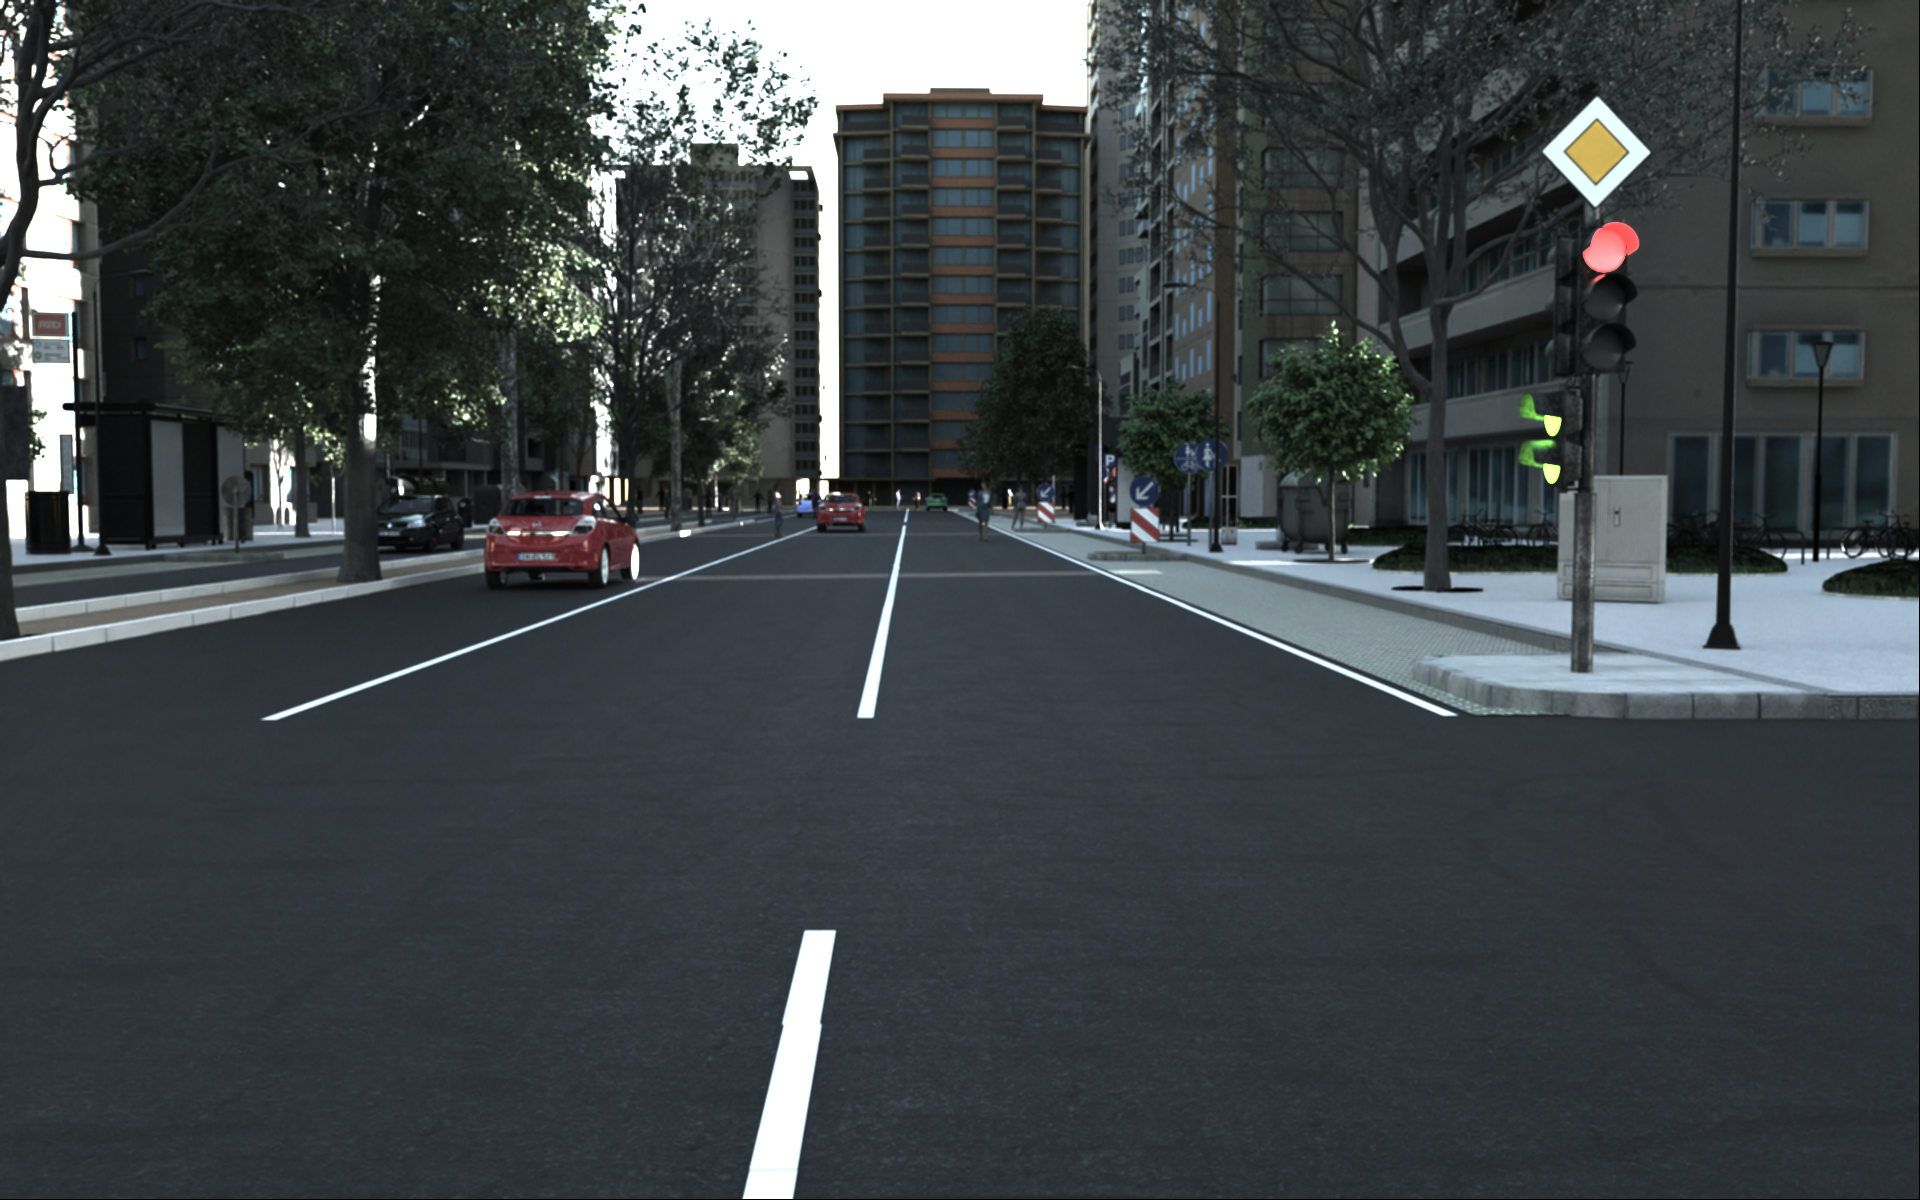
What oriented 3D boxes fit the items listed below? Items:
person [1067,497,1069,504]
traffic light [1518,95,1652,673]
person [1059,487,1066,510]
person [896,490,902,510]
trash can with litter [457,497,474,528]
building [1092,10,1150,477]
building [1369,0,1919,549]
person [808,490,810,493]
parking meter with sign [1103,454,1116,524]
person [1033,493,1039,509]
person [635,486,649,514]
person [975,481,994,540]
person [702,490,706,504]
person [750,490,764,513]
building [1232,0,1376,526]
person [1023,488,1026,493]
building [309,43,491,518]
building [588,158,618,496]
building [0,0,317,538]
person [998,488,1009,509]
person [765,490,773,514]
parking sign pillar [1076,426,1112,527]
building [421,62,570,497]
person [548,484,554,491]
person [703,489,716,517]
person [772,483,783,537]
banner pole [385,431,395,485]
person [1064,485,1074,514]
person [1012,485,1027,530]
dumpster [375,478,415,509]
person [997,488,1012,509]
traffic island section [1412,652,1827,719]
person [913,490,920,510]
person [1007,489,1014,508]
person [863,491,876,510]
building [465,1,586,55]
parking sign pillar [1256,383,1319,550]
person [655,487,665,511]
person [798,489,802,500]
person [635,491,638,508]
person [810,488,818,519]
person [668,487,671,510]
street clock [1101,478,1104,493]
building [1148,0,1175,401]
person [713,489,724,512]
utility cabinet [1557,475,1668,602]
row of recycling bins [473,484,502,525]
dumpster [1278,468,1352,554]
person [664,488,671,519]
[{"bbox_3d":[10.552,-9.522,164.968,0.697,1.427,0.421,-1,4,-8],"label":"person"},{"bbox_3d":[4.464,-1.434,12.373,0.839,4.253,0.868,0,4,-2],"label":"traffic light"},{"bbox_3d":[8.450,-8.332,141.903,0.705,1.869,1.348,-1,4,-20],"label":"person"},{"bbox_3d":[-5.555,-9.149,157.953,0.599,1.838,0.709,0,4,4],"label":"person"},{"bbox_3d":[-18.797,-3.295,65.259,1.055,1.170,0.624,3,5,41],"label":"trash can with litter"},{"bbox_3d":[22.480,-50.474,137.922,22.319,86.520,31.000,0,4,-2],"label":"building"},{"bbox_3d":[25.467,-26.067,49.897,21.300,48.544,21.600,0,4,-2],"label":"building"},{"bbox_3d":[-12.696,-8.389,145.674,1.348,1.822,0.705,0,4,-2],"label":"person"},{"bbox_3d":[6.669,-4.802,74.779,0.543,3.016,1.738,-1,4,-10],"label":"parking meter with sign"},{"bbox_3d":[6.638,-8.756,149.729,0.721,1.766,1.217,-2,4,-26],"label":"person"},{"bbox_3d":[-20.910,-6.559,113.303,0.705,1.822,1.348,2,4,34],"label":"person"},{"bbox_3d":[0.758,-2.767,53.765,0.581,1.822,0.654,0,4,0],"label":"person"},{"bbox_3d":[-18.337,-7.041,124.146,0.750,1.759,0.617,1,4,12],"label":"person"},{"bbox_3d":[-15.270,-7.416,130.271,1.217,1.766,0.721,-3,5,-41],"label":"person"},{"bbox_3d":[19.047,-18.617,76.084,14.160,30.474,14.107,0,4,-2],"label":"building"},{"bbox_3d":[5.534,-8.908,151.718,0.705,1.821,1.348,-1,4,-20],"label":"person"},{"bbox_3d":[-44.409,-24.840,98.021,32.217,40.220,23.993,0,4,-2],"label":"building"},{"bbox_3d":[-36.775,-22.960,147.091,14.107,30.474,14.160,0,4,-2],"label":"building"},{"bbox_3d":[-42.174,-13.272,62.033,27.650,21.520,28.899,0,4,-2],"label":"building"},{"bbox_3d":[3.962,-8.868,151.128,1.348,1.812,0.705,-2,4,-27],"label":"person"},{"bbox_3d":[-13.517,-7.002,123.699,0.721,1.735,1.217,3,5,40],"label":"person"},{"bbox_3d":[5.340,-4.914,68.811,1.447,3.967,1.447,0,4,-2],"label":"parking sign pillar"},{"bbox_3d":[-35.206,-21.181,118.008,14.160,30.474,14.107,0,4,-2],"label":"building"},{"bbox_3d":[-21.206,-5.121,89.852,0.705,1.814,1.350,0,4,-3],"label":"person"},{"bbox_3d":[-15.960,-6.137,109.563,1.217,1.735,0.721,-3,4,-39],"label":"person"},{"bbox_3d":[-6.147,-3.050,58.371,0.388,1.821,0.555,-2,4,-28],"label":"person"},{"bbox_3d":[-19.250,-4.193,58.568,0.863,3.779,0.401,3,5,45],"label":"banner pole"},{"bbox_3d":[7.210,-6.563,112.985,0.705,1.869,1.348,2,4,34],"label":"person"},{"bbox_3d":[2.365,-3.697,69.216,0.520,1.790,0.573,-1,4,-23],"label":"person"},{"bbox_3d":[-20.405,-3.448,62.127,1.264,1.857,1.865,0,4,-2],"label":"dumpster"},{"bbox_3d":[3.781,-8.635,147.190,1.348,1.831,0.705,0,4,-5],"label":"person"},{"bbox_3d":[4.504,0.599,12.488,2.009,0.180,2.903,0,4,-2],"label":"traffic island section"},{"bbox_3d":[-3.997,-9.286,160.342,0.705,1.823,1.348,-2,4,-25],"label":"person"},{"bbox_3d":[4.586,-9.672,164.918,1.217,1.736,0.721,-2,4,-27],"label":"person"},{"bbox_3d":[-8.142,-8.923,155.209,1.217,1.723,0.721,1,4,18],"label":"person"},{"bbox_3d":[-36.365,-29.455,131.693,14.600,45.320,14.200,0,4,-2],"label":"building"},{"bbox_3d":[7.592,-3.156,40.080,1.447,3.967,1.447,0,4,6],"label":"parking sign pillar"},{"bbox_3d":[-23.009,-7.808,133.731,0.705,1.821,1.348,3,5,43],"label":"person"},{"bbox_3d":[-13.313,-8.285,143.598,0.705,1.869,1.348,0,3,0],"label":"person"},{"bbox_3d":[-31.000,-9.574,165.766,0.721,1.736,1.217,-1,4,-22],"label":"person"},{"bbox_3d":[-8.507,-5.643,101.206,0.683,1.767,0.568,2,4,30],"label":"person"},{"bbox_3d":[-23.507,-8.190,139.967,1.348,1.821,0.705,3,5,43],"label":"person"},{"bbox_3d":[5.622,-4.057,70.910,0.471,2.002,0.358,2,4,33],"label":"street clock"},{"bbox_3d":[21.650,-41.191,111.733,20.563,71.187,20.611,0,4,-2],"label":"building"},{"bbox_3d":[-18.971,-7.812,136.317,0.705,1.814,1.350,2,4,29],"label":"person"},{"bbox_3d":[7.756,-0.730,20.618,1.173,1.500,0.318,3,4,37],"label":"utility cabinet"},{"bbox_3d":[-20.128,-4.130,74.645,1.069,1.692,3.534,0,3,0],"label":"row of recycling bins"},{"bbox_3d":[7.734,-1.953,37.698,1.264,1.857,1.865,0,4,-2],"label":"dumpster"},{"bbox_3d":[-16.873,-5.561,99.978,0.434,1.755,0.990,-1,4,-15],"label":"person"}]
